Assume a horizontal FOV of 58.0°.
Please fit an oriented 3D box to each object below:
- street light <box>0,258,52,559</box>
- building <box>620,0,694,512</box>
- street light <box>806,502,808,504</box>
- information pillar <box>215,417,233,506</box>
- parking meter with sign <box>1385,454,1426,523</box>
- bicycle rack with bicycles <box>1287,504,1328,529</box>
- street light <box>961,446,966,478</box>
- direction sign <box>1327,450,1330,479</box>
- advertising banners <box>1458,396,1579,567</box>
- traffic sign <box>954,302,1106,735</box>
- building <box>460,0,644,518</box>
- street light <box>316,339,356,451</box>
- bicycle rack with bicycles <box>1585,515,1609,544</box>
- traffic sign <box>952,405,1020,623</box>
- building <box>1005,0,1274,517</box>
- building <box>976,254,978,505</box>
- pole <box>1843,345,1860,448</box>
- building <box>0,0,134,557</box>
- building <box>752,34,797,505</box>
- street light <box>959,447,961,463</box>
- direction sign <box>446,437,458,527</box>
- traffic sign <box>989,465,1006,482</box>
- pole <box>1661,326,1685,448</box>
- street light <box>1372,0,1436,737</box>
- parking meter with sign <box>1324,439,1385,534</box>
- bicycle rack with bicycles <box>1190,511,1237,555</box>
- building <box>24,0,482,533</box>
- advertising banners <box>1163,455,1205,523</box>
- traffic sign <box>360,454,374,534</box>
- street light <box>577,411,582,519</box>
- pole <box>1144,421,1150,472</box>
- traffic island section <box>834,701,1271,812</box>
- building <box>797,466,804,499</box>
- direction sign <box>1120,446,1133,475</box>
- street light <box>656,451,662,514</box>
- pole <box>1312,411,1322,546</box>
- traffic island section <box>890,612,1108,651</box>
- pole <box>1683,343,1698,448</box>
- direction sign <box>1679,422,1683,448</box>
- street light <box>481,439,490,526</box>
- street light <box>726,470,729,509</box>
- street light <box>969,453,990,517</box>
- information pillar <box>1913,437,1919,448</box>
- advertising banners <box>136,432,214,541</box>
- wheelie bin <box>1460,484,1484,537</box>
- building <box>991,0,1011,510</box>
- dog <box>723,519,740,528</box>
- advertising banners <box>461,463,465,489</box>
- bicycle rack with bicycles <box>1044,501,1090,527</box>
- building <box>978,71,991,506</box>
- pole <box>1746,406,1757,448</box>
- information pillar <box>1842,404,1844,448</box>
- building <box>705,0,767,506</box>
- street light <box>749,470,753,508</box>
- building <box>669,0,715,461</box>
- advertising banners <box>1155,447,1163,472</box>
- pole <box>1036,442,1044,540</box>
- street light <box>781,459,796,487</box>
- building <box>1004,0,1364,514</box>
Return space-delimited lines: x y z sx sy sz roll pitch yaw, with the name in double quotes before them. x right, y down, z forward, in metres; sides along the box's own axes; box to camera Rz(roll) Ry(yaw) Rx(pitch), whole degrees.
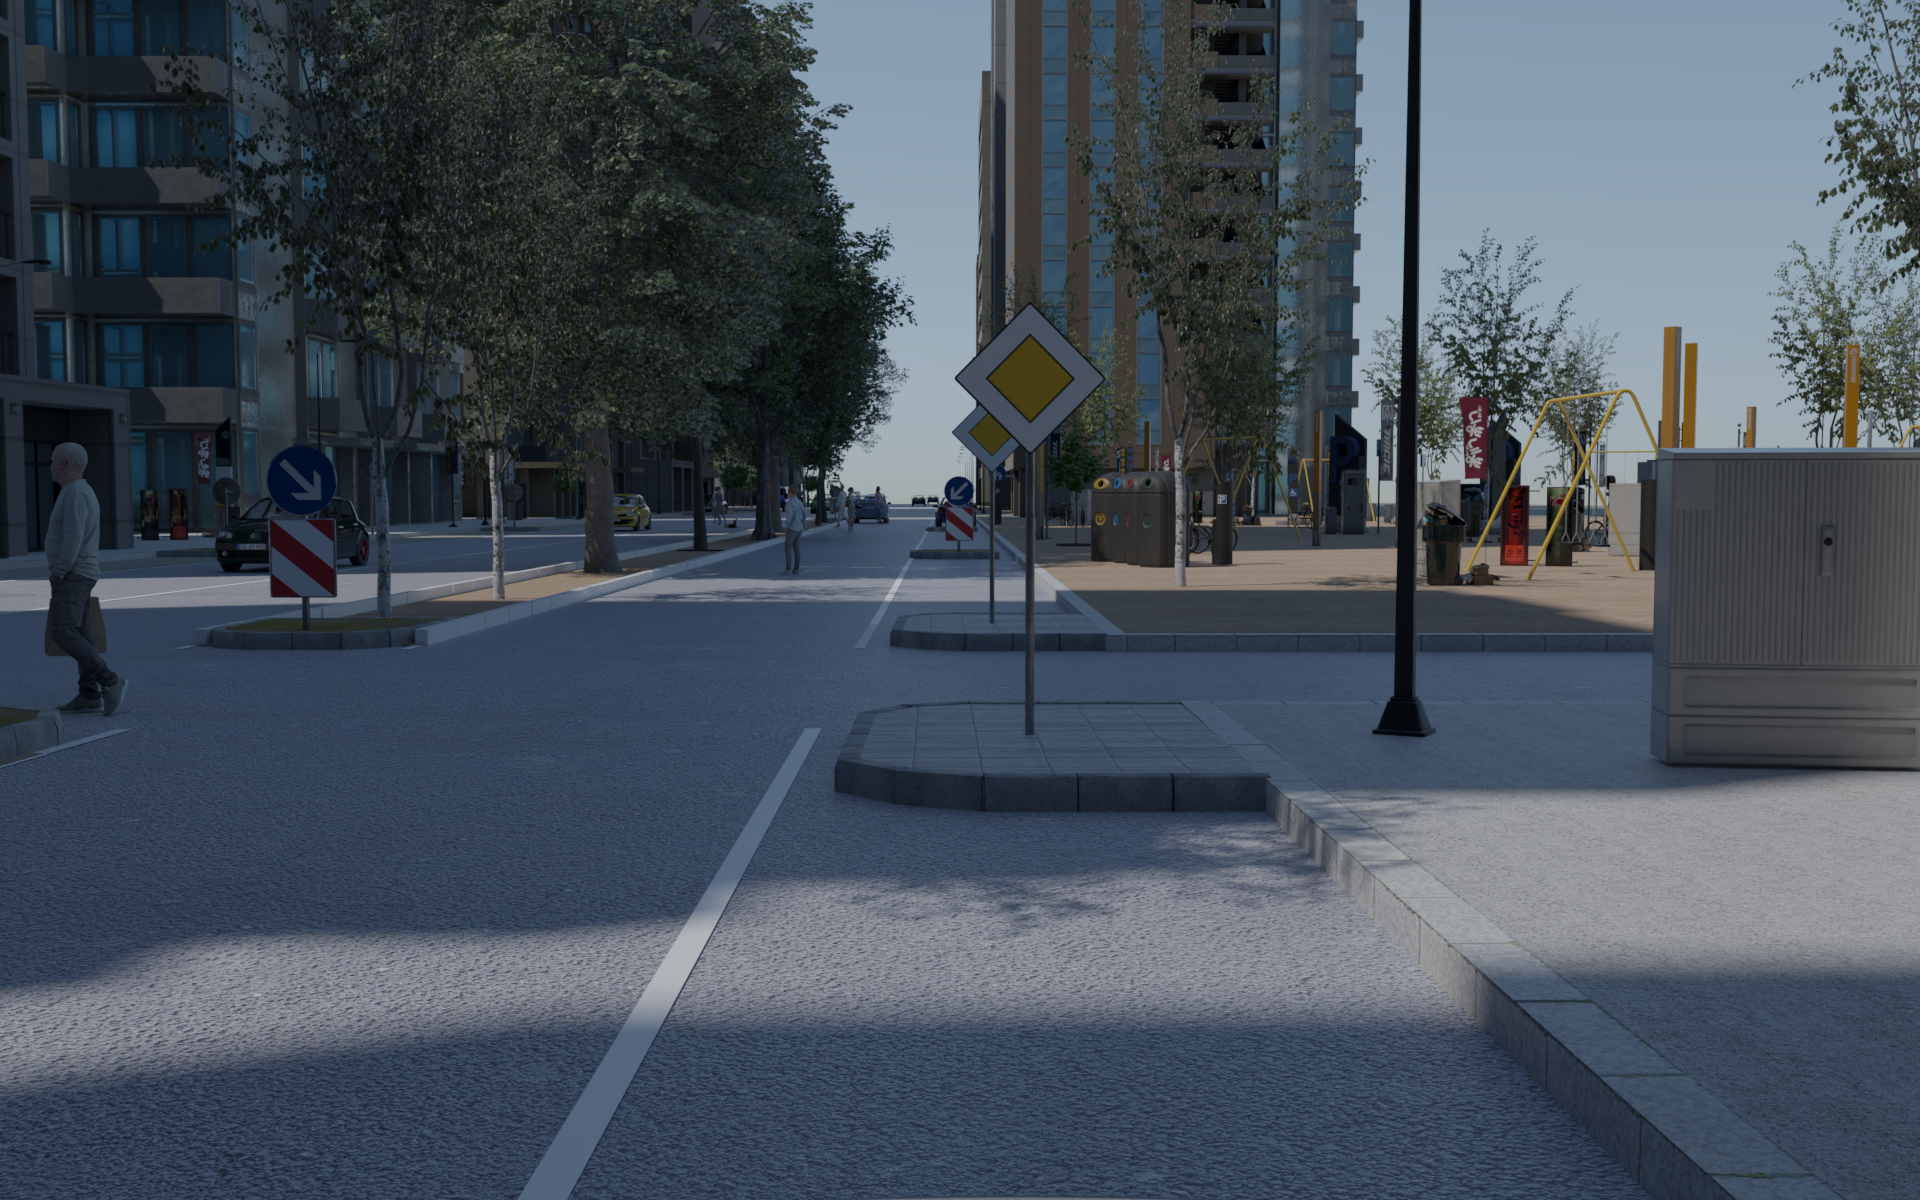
"street light" -18.587 -3.775 34.268 1.470 5.913 1.316 0 4 0
"building" -30.516 -42.302 129.890 20.563 71.187 20.611 0 4 0
"street light" -19.700 -14.725 213.292 1.470 5.913 1.316 0 4 0
"information pillar" -22.238 -3.733 52.386 0.504 3.616 0.183 0 4 4
"parking meter with sign" 19.675 -4.919 76.693 1.738 3.016 0.543 2 4 33
"bicycle rack with bicycles" 13.629 -3.122 64.420 2.925 0.926 2.852 -1 4 -17
"street light" 1.023 -9.818 133.070 1.470 5.913 1.316 0 4 0
"direction sign" 19.148 -5.972 89.632 0.379 3.537 0.876 0 4 -5
"advertising banners" 9.914 -2.117 30.802 2.074 3.025 0.090 1 4 19
"traffic sign" 0.368 -0.338 9.175 0.795 2.450 0.064 0 4 0
"building" -31.922 -27.607 105.993 22.147 44.769 28.867 0 4 0
"street light" -18.665 -4.854 51.908 1.470 5.913 1.316 0 4 0
"bicycle rack with bicycles" 16.897 -1.792 42.677 2.925 0.926 2.852 0 4 3
"traffic sign" 0.315 -0.827 17.160 0.795 2.450 0.064 0 4 0
"building" 9.807 -27.559 100.693 14.600 45.320 14.200 0 4 0
"building" 8.902 -26.767 209.342 14.160 30.474 14.107 0 4 0
"pole" 12.211 -1.831 23.778 0.158 3.312 0.155 0 3 0
"building" -29.608 -36.437 33.995 20.563 71.187 20.611 0 4 0
"building" -32.443 -41.354 218.136 21.231 58.520 28.212 0 4 0
"street light" 0.862 -10.882 150.465 1.470 5.913 1.316 0 4 0
"direction sign" -19.666 -4.594 67.115 0.379 3.537 0.876 -3 5 -44
"traffic sign" 1.625 -4.586 75.087 0.768 2.556 0.104 0 4 5
"pole" 8.683 -1.673 21.195 0.158 3.312 0.155 0 3 0
"street light" 1.846 -2.238 9.135 1.470 5.913 1.316 0 4 0
"parking meter with sign" 12.502 -3.600 55.128 1.738 3.016 0.543 0 4 2
"bicycle rack with bicycles" 4.543 -1.465 37.337 2.925 0.926 2.852 0 4 -6
"building" -33.178 -27.432 68.118 23.786 49.044 30.456 0 4 0
"advertising banners" 9.862 -4.937 76.913 2.074 3.025 0.090 2 4 27
"traffic sign" -18.897 -3.396 55.631 0.768 2.556 0.104 0 4 2
"street light" -18.814 -7.053 87.851 1.470 5.913 1.316 0 4 0
"pole" 5.237 -3.343 48.499 0.158 3.312 0.155 0 3 0
"traffic island section" 0.392 0.797 9.252 2.009 0.180 2.903 0 4 0
"building" -29.211 -36.072 239.886 14.600 45.320 14.200 0 4 0
"direction sign" 7.864 -5.501 81.941 0.379 3.537 0.876 -3 4 -38
"street light" -19.001 -8.546 112.263 1.470 5.913 1.316 0 4 0
"pole" 8.781 -2.979 42.553 0.158 3.312 0.155 0 3 0
"traffic island section" 0.338 0.308 17.237 2.009 0.180 2.903 0 4 0
"pole" 9.884 -1.814 23.498 0.158 3.312 0.155 0 3 0
"direction sign" 22.715 -3.842 54.806 0.379 3.537 0.876 -3 4 -38
"street light" -18.820 -5.989 70.455 1.470 5.913 1.316 0 4 0
"street light" -19.294 -10.691 147.345 1.470 5.913 1.316 0 4 0
"street light" 1.299 -7.651 97.637 1.470 5.913 1.316 0 4 0
"information pillar" 35.830 -4.487 64.716 0.504 3.616 0.183 0 4 -5
"advertising banners" -21.809 -3.182 48.216 2.074 3.025 0.090 -3 4 -39
"wheelie bin" 15.291 -2.691 51.900 0.980 1.594 0.693 0 3 0
"building" 13.205 -37.338 152.477 21.231 58.520 28.212 0 4 0
"dog" -9.578 -3.205 72.600 0.748 0.427 0.550 3 4 38
"advertising banners" -26.578 -5.749 90.180 2.074 3.025 0.090 1 4 18
"bicycle rack with bicycles" 3.823 -3.328 67.787 2.852 0.926 2.925 0 4 6
"building" 12.852 -34.697 190.996 21.300 48.544 21.600 0 4 0
"pole" 18.437 -2.849 40.423 0.158 3.312 0.155 0 3 0
"information pillar" 22.536 -3.219 43.988 0.183 3.616 0.504 0 4 0
"building" -35.612 -36.733 189.824 28.713 52.752 27.495 0 4 0
"street light" -19.352 -11.771 164.990 1.470 5.913 1.316 0 4 0
"building" -28.617 -30.456 148.065 14.600 45.320 14.200 0 4 0
"advertising banners" 7.097 -4.181 64.554 0.090 3.025 2.074 2 4 25
"pole" 2.227 -3.326 48.225 0.158 3.312 0.155 0 3 0
"street light" -19.618 -13.650 195.719 1.470 5.913 1.316 0 4 0
"building" 15.165 -30.782 122.902 23.786 49.044 30.456 0 4 0
